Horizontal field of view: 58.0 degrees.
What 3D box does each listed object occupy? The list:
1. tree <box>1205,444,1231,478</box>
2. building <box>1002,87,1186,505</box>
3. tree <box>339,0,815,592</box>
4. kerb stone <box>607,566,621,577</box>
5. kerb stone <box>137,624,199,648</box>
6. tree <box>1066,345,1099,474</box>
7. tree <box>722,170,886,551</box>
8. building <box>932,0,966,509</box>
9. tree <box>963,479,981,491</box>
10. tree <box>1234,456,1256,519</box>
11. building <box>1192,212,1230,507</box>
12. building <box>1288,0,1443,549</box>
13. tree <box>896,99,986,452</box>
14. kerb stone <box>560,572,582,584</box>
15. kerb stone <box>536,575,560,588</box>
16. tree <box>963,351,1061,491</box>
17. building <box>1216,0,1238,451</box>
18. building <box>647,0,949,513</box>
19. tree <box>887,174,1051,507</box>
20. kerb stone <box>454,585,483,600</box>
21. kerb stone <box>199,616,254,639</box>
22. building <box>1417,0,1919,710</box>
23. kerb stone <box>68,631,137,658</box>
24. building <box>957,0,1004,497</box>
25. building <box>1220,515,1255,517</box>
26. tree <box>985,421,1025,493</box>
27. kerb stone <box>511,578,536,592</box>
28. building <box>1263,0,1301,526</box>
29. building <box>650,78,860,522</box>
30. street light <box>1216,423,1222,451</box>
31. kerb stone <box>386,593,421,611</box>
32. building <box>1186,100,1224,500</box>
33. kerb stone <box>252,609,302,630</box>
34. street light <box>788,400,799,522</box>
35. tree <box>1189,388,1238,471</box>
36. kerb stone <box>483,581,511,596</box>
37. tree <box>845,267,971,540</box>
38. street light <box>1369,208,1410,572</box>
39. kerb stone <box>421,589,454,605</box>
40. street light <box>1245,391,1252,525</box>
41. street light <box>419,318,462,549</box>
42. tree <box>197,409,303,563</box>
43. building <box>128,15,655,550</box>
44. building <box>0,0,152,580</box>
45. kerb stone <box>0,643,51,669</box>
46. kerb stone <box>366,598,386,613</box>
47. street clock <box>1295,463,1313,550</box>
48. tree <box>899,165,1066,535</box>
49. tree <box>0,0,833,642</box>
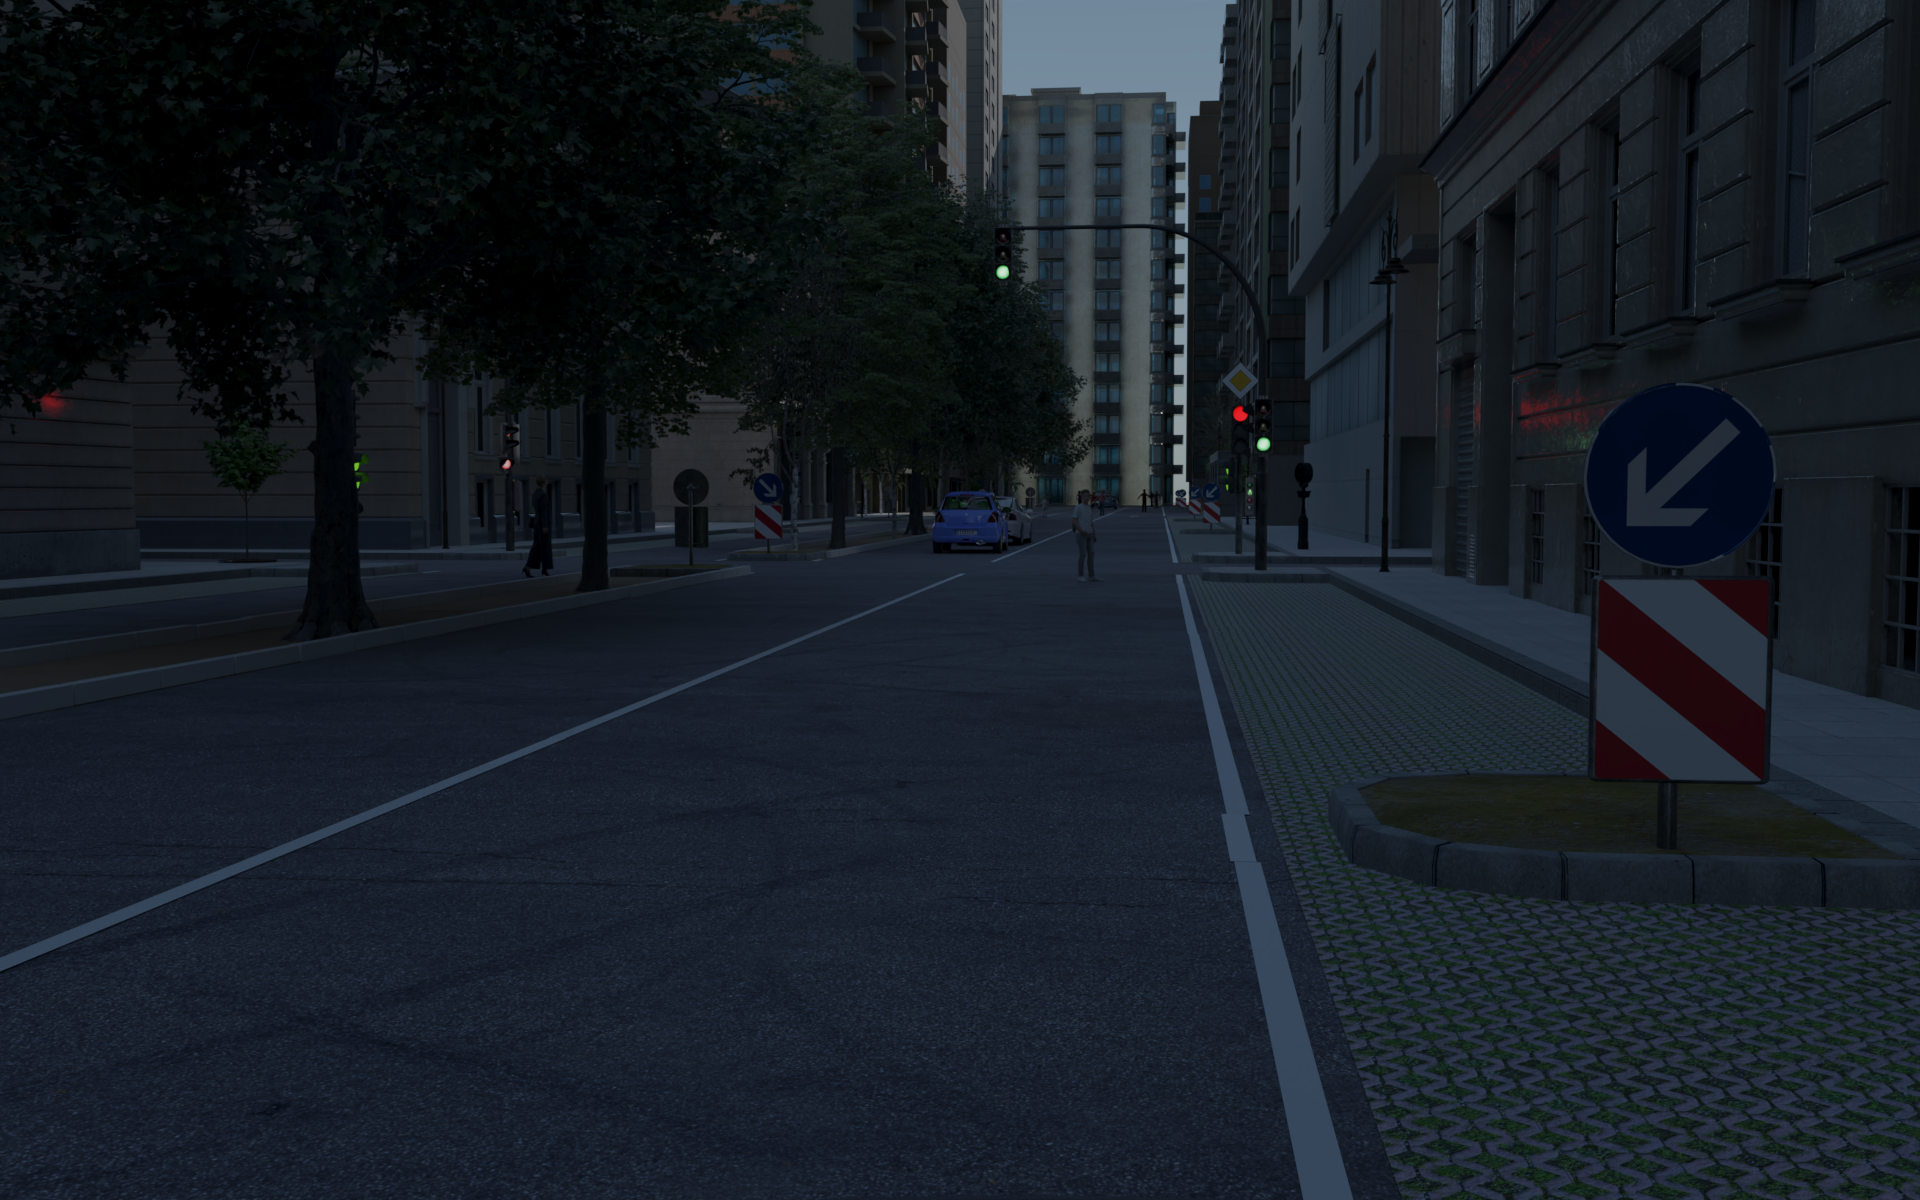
[{"bbox_3d":[17.788,-7.975,114.101,4.285,4.588,4.351,0,3,0],"label":"tree"},{"bbox_3d":[11.433,-35.924,206.961,30.456,49.044,23.786,0,4,7],"label":"building"},{"bbox_3d":[-5.409,-6.413,25.432,7.486,12.596,7.792,0,3,0],"label":"tree"},{"bbox_3d":[-6.078,-0.460,29.711,0.120,0.150,1.000,0,4,7],"label":"kerb stone"},{"bbox_3d":[-7.602,0.349,16.489,0.120,0.150,1.000,0,4,7],"label":"kerb stone"},{"bbox_3d":[2.586,-10.618,93.068,9.611,12.733,9.660,0,3,0],"label":"tree"},{"bbox_3d":[-3.765,-5.298,39.448,4.360,8.622,3.978,0,3,0],"label":"tree"},{"bbox_3d":[-7.108,-30.569,149.915,14.600,45.320,14.200,0,4,7],"label":"building"},{"bbox_3d":[1.322,-10.219,161.676,1.663,3.219,1.824,0,3,0],"label":"tree"},{"bbox_3d":[14.526,-5.772,88.981,1.663,3.219,1.824,0,3,0],"label":"tree"},{"bbox_3d":[31.106,-24.905,178.890,14.160,30.474,14.107,0,4,7],"label":"building"},{"bbox_3d":[23.515,-28.088,48.475,27.495,52.752,28.713,0,4,7],"label":"building"},{"bbox_3d":[-3.245,-7.629,45.320,7.486,12.596,7.792,0,3,0],"label":"tree"},{"bbox_3d":[-6.311,-0.335,27.675,0.120,0.150,1.000,0,4,7],"label":"kerb stone"},{"bbox_3d":[-6.429,-0.272,26.659,0.120,0.150,1.000,0,4,7],"label":"kerb stone"},{"bbox_3d":[0.506,-8.723,79.495,8.767,10.594,7.601,0,4,7],"label":"tree"},{"bbox_3d":[34.595,-32.769,155.375,23.786,49.044,30.456,0,4,7],"label":"building"},{"bbox_3d":[-12.654,-28.999,128.750,22.147,44.769,28.867,0,4,7],"label":"building"},{"bbox_3d":[-0.699,-9.837,69.952,9.857,13.997,8.962,0,3,0],"label":"tree"},{"bbox_3d":[-6.788,-0.087,23.611,0.120,0.150,1.000,0,4,7],"label":"kerb stone"},{"bbox_3d":[-7.479,0.299,17.510,0.120,0.150,1.000,0,4,7],"label":"kerb stone"},{"bbox_3d":[13.320,-10.976,12.747,16.112,22.955,30.059,0,4,7],"label":"building"},{"bbox_3d":[-7.721,0.412,15.467,0.120,0.150,1.000,0,4,7],"label":"kerb stone"},{"bbox_3d":[-6.606,-45.344,179.628,20.611,71.187,20.563,0,4,7],"label":"building"},{"bbox_3d":[25.139,-40.398,98.759,20.563,71.187,20.611,0,4,7],"label":"building"},{"bbox_3d":[1.602,-8.129,85.727,4.737,8.622,4.395,0,3,0],"label":"tree"},{"bbox_3d":[-6.547,-0.211,25.644,0.120,0.150,1.000,0,4,7],"label":"kerb stone"},{"bbox_3d":[20.153,-18.556,75.096,14.160,30.474,14.107,0,4,7],"label":"building"},{"bbox_3d":[-12.562,-13.972,79.356,10.553,20.767,40.483,0,4,7],"label":"building"},{"bbox_3d":[16.520,-8.425,110.532,0.468,5.910,1.993,0,4,7],"label":"street light"},{"bbox_3d":[-7.014,0.038,21.579,0.120,0.150,1.000,0,4,7],"label":"kerb stone"},{"bbox_3d":[33.458,-33.632,199.993,14.200,45.320,14.600,0,4,7],"label":"building"},{"bbox_3d":[-7.365,0.225,18.524,0.120,0.150,1.000,0,4,7],"label":"kerb stone"},{"bbox_3d":[-7.627,-6.464,78.467,0.468,5.910,1.993,0,4,7],"label":"street light"},{"bbox_3d":[17.980,-10.307,118.877,4.360,8.622,3.978,0,3,0],"label":"tree"},{"bbox_3d":[-6.661,-0.149,24.625,0.120,0.150,1.000,0,4,7],"label":"kerb stone"},{"bbox_3d":[-1.986,-6.080,52.231,4.737,8.622,4.395,0,3,0],"label":"tree"},{"bbox_3d":[6.998,-3.400,28.376,0.468,5.910,1.993,0,4,7],"label":"street light"},{"bbox_3d":[-6.896,-0.024,22.594,0.120,0.150,1.000,0,4,7],"label":"kerb stone"},{"bbox_3d":[12.090,-6.106,72.624,0.468,5.910,1.993,0,4,7],"label":"street light"},{"bbox_3d":[-12.018,-4.130,40.307,0.468,5.910,1.993,0,4,7],"label":"street light"},{"bbox_3d":[-13.525,-2.320,32.529,1.663,3.219,1.824,0,3,0],"label":"tree"},{"bbox_3d":[-17.676,-16.107,49.257,13.634,28.700,20.117,0,4,7],"label":"building"},{"bbox_3d":[-31.285,-12.619,25.398,34.723,24.649,14.460,0,4,7],"label":"building"},{"bbox_3d":[-7.832,0.476,14.451,0.120,0.150,1.000,0,4,7],"label":"kerb stone"},{"bbox_3d":[-7.131,0.100,20.564,0.120,0.150,1.000,0,4,7],"label":"kerb stone"},{"bbox_3d":[7.949,-2.171,40.074,0.358,2.002,0.471,-1,4,-19],"label":"street clock"},{"bbox_3d":[-1.521,-8.608,60.205,9.611,12.733,9.660,0,3,0],"label":"tree"},{"bbox_3d":[-6.132,-5.954,16.821,9.611,12.733,9.660,0,3,0],"label":"tree"}]
